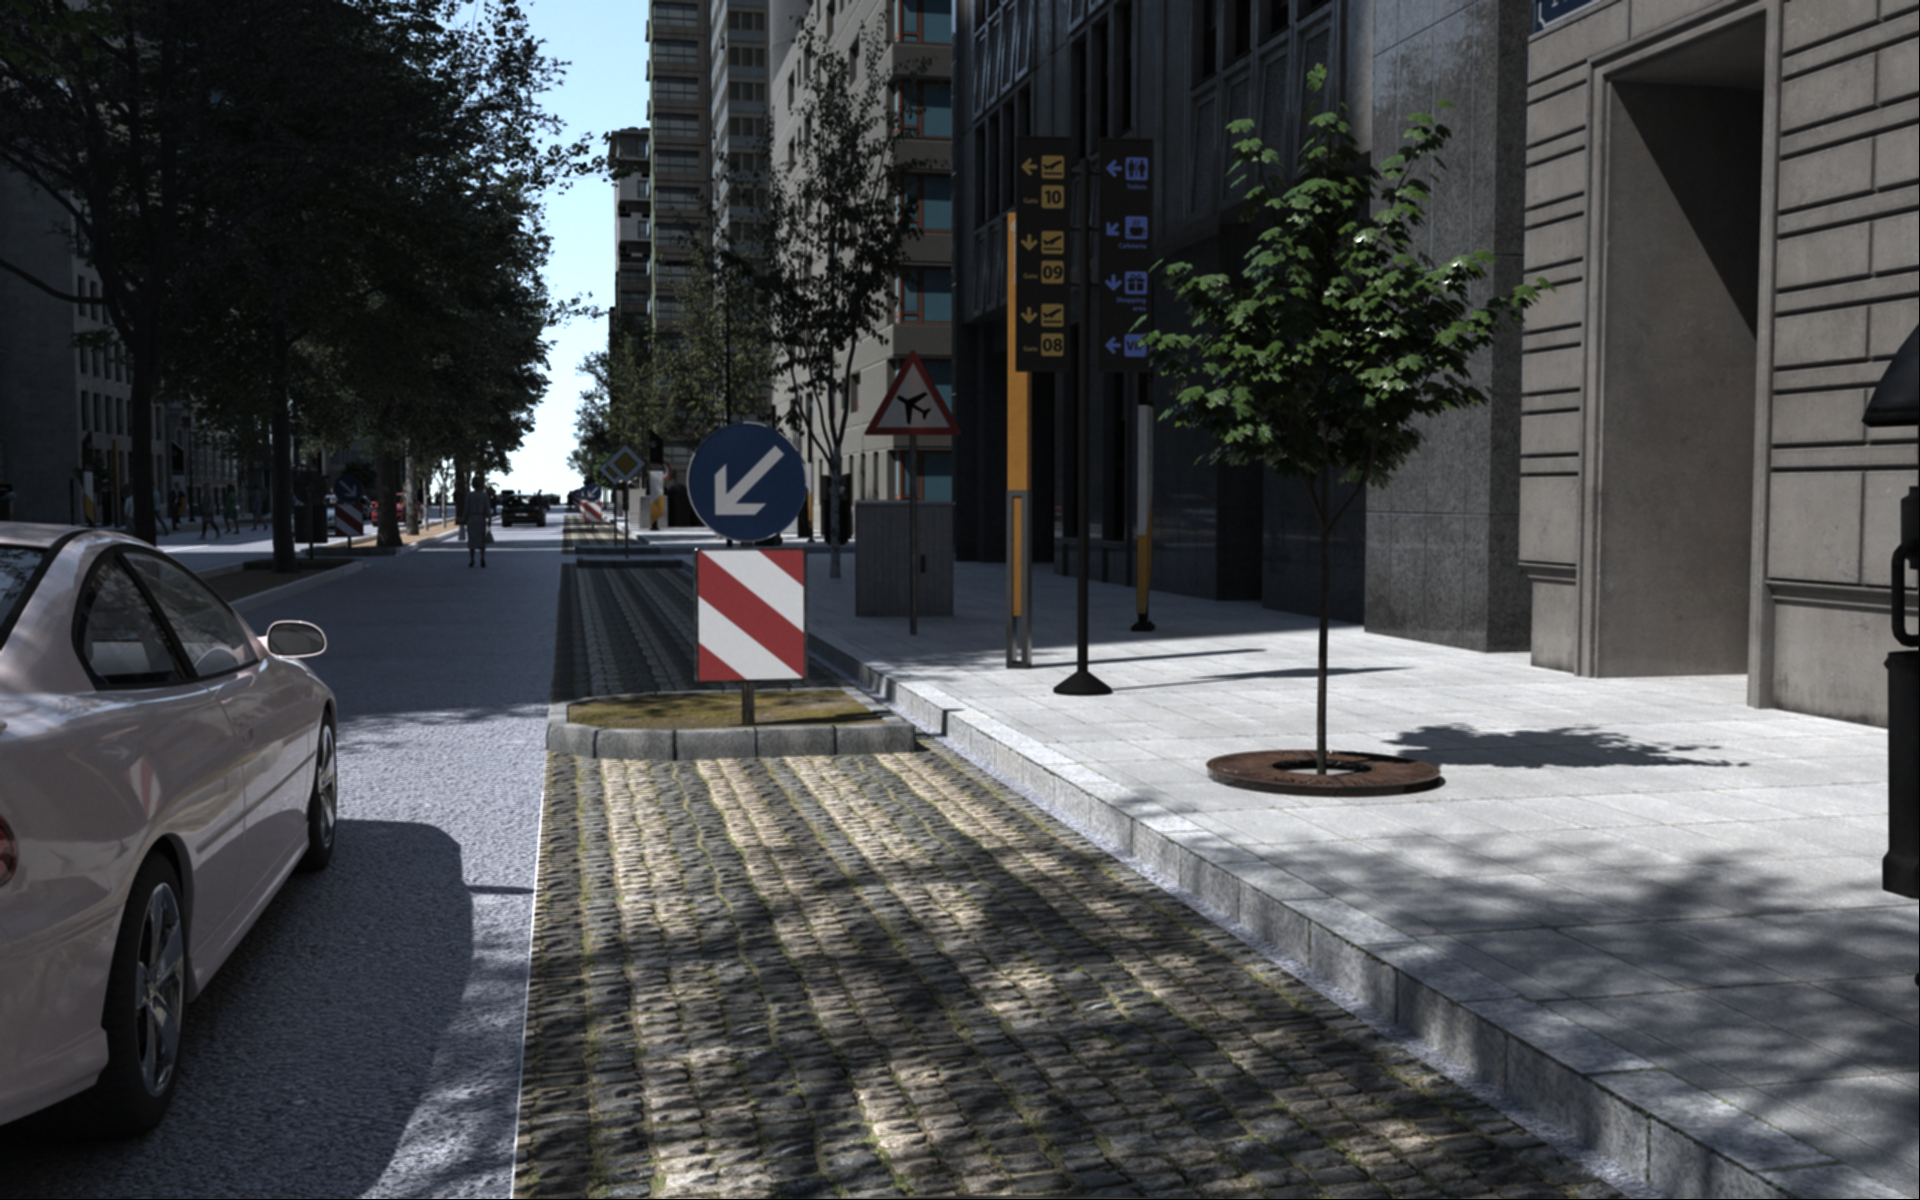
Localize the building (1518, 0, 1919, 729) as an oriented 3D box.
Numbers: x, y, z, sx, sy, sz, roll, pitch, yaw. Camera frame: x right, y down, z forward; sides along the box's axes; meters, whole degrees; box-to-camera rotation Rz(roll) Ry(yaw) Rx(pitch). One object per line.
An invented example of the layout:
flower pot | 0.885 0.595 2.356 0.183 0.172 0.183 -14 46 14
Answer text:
building | 11.252 -10.258 3.870 11.583 22.565 21.152 -1 4 -13

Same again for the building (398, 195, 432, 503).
building | -85.923 -37.018 255.346 14.600 45.320 14.200 -1 4 -13

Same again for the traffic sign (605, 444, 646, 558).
traffic sign | -6.663 -1.891 34.563 0.795 2.450 0.064 -1 4 -13

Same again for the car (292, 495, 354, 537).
car | -21.681 -2.895 59.328 2.014 1.417 4.499 -1 4 -11

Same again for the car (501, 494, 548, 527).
car | -19.105 -4.044 75.905 2.009 1.686 4.222 -1 4 -11

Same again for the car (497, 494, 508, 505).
car | -56.063 -12.360 211.877 2.009 1.686 4.222 -1 4 -14

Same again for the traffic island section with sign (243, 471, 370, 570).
traffic island section with sign | -12.663 -1.553 33.525 2.006 1.907 1.989 -1 4 -13

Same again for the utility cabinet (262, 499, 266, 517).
utility cabinet | -39.297 -5.421 97.314 0.318 1.500 1.173 -2 4 -35

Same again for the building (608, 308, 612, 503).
building | -46.929 -30.297 267.057 14.160 30.474 14.107 -1 4 -13

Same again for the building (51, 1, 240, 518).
building | -50.079 -19.169 99.322 13.634 28.700 20.117 -1 4 -13

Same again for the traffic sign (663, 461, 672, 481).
traffic sign | -11.374 -4.036 66.093 0.768 2.556 0.104 0 4 -7

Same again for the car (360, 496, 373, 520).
car | -33.464 -5.079 95.616 1.945 1.354 3.894 -1 4 -13

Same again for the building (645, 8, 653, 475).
building | -15.716 -32.524 151.368 23.786 49.044 30.456 -1 4 -13

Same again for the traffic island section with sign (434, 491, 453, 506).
traffic island section with sign | -64.288 -12.641 215.311 1.989 1.847 2.006 -1 4 -13

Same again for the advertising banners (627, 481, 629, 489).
advertising banners | -17.460 -5.862 92.027 0.090 3.025 2.074 -2 4 -24

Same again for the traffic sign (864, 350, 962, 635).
traffic sign | -0.427 -0.962 15.727 0.884 2.594 0.081 0 4 -8

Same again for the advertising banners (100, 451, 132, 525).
advertising banners | -34.334 -4.561 70.763 2.074 3.025 0.090 1 4 21

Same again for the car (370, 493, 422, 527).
car | -25.256 -4.201 77.722 2.155 1.783 4.494 -1 4 -11

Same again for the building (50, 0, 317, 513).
building | -60.006 -30.813 123.401 23.786 49.044 30.456 -1 4 -13

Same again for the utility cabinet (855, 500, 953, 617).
utility cabinet | -0.590 -0.433 18.235 1.020 1.237 0.306 0 4 -5

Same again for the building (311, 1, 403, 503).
building | -78.920 -40.589 205.628 21.231 58.520 28.212 -1 4 -13

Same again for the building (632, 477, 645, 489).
building | -17.613 -29.833 179.657 32.217 40.220 23.993 -1 4 -13

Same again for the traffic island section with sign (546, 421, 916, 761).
traffic island section with sign | -1.432 -0.098 10.234 1.989 1.847 2.006 -1 4 -13

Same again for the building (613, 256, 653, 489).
building | -34.641 -26.952 212.373 14.160 30.474 14.107 -1 4 -13

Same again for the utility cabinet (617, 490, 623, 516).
utility cabinet | -19.314 -5.488 98.403 0.318 1.500 1.173 -1 4 -13

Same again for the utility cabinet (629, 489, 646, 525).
utility cabinet | -13.139 -3.869 71.931 1.173 1.500 0.318 0 4 0

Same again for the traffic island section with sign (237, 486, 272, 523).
traffic island section with sign | -35.062 -4.789 86.926 1.989 1.847 2.006 -1 4 -13

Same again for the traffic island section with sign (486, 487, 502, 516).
traffic island section with sign | -30.987 -6.476 114.019 2.006 1.907 1.989 -1 4 -13

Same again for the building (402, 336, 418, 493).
building | -79.579 -27.921 228.216 14.160 30.474 14.107 -1 4 -13

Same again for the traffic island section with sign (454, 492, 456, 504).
traffic island section with sign | -70.299 -14.255 241.697 1.989 1.847 2.006 -1 4 -13

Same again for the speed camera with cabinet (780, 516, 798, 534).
speed camera with cabinet | -5.721 -3.815 56.707 0.660 3.252 2.038 -1 4 -14

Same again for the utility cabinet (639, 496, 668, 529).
utility cabinet | -11.352 -3.242 64.169 1.020 1.237 0.306 -1 4 -22

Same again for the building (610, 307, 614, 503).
building | -37.822 -27.791 226.091 14.160 30.474 14.107 -1 4 -13

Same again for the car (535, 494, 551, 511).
car | -36.879 -8.557 151.913 2.014 1.417 4.499 -1 4 -12

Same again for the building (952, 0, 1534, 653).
building | 7.901 -12.611 24.220 12.078 24.808 19.932 -1 4 -13

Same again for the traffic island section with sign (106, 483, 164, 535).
traffic island section with sign | -29.071 -3.181 60.642 1.989 1.847 2.006 -1 4 -13

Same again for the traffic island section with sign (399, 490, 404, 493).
traffic island section with sign | -52.264 -9.412 162.510 1.989 1.847 2.006 -1 4 -13

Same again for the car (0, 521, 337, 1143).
car | -2.999 0.450 5.013 2.083 1.381 4.827 -1 4 -13

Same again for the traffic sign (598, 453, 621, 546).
traffic sign | -8.435 -2.367 42.349 0.795 2.450 0.064 -1 4 -13

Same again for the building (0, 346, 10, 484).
building | -41.502 -14.411 54.707 14.460 24.649 34.723 -1 4 -13

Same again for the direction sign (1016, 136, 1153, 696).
direction sign | 0.792 -1.168 11.094 0.876 3.537 0.379 0 4 -6

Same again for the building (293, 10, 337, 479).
building | -67.745 -30.429 152.138 22.147 44.769 28.867 -1 4 -13

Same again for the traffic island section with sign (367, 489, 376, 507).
traffic island section with sign | -46.276 -7.804 136.226 1.989 1.847 2.006 -1 4 -13

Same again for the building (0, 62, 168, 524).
building | -44.832 -13.841 81.055 10.420 20.320 16.860 -1 4 -13

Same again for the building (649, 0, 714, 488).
building | -15.927 -27.227 128.763 14.154 41.232 14.086 -1 4 -13

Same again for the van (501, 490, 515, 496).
van | -62.716 -14.435 240.399 2.240 2.365 5.245 -1 4 -11

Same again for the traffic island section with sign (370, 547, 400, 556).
traffic island section with sign | -14.298 -1.995 40.751 2.006 1.907 1.989 -1 4 -13

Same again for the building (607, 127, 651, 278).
building | -35.244 -40.269 247.640 28.713 52.752 27.495 -1 4 -13

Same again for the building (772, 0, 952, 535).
building | 9.217 -13.349 63.298 28.899 21.520 27.650 -1 4 -13

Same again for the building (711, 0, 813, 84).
building | -2.577 -25.453 108.039 32.217 40.220 23.993 -1 4 -13
